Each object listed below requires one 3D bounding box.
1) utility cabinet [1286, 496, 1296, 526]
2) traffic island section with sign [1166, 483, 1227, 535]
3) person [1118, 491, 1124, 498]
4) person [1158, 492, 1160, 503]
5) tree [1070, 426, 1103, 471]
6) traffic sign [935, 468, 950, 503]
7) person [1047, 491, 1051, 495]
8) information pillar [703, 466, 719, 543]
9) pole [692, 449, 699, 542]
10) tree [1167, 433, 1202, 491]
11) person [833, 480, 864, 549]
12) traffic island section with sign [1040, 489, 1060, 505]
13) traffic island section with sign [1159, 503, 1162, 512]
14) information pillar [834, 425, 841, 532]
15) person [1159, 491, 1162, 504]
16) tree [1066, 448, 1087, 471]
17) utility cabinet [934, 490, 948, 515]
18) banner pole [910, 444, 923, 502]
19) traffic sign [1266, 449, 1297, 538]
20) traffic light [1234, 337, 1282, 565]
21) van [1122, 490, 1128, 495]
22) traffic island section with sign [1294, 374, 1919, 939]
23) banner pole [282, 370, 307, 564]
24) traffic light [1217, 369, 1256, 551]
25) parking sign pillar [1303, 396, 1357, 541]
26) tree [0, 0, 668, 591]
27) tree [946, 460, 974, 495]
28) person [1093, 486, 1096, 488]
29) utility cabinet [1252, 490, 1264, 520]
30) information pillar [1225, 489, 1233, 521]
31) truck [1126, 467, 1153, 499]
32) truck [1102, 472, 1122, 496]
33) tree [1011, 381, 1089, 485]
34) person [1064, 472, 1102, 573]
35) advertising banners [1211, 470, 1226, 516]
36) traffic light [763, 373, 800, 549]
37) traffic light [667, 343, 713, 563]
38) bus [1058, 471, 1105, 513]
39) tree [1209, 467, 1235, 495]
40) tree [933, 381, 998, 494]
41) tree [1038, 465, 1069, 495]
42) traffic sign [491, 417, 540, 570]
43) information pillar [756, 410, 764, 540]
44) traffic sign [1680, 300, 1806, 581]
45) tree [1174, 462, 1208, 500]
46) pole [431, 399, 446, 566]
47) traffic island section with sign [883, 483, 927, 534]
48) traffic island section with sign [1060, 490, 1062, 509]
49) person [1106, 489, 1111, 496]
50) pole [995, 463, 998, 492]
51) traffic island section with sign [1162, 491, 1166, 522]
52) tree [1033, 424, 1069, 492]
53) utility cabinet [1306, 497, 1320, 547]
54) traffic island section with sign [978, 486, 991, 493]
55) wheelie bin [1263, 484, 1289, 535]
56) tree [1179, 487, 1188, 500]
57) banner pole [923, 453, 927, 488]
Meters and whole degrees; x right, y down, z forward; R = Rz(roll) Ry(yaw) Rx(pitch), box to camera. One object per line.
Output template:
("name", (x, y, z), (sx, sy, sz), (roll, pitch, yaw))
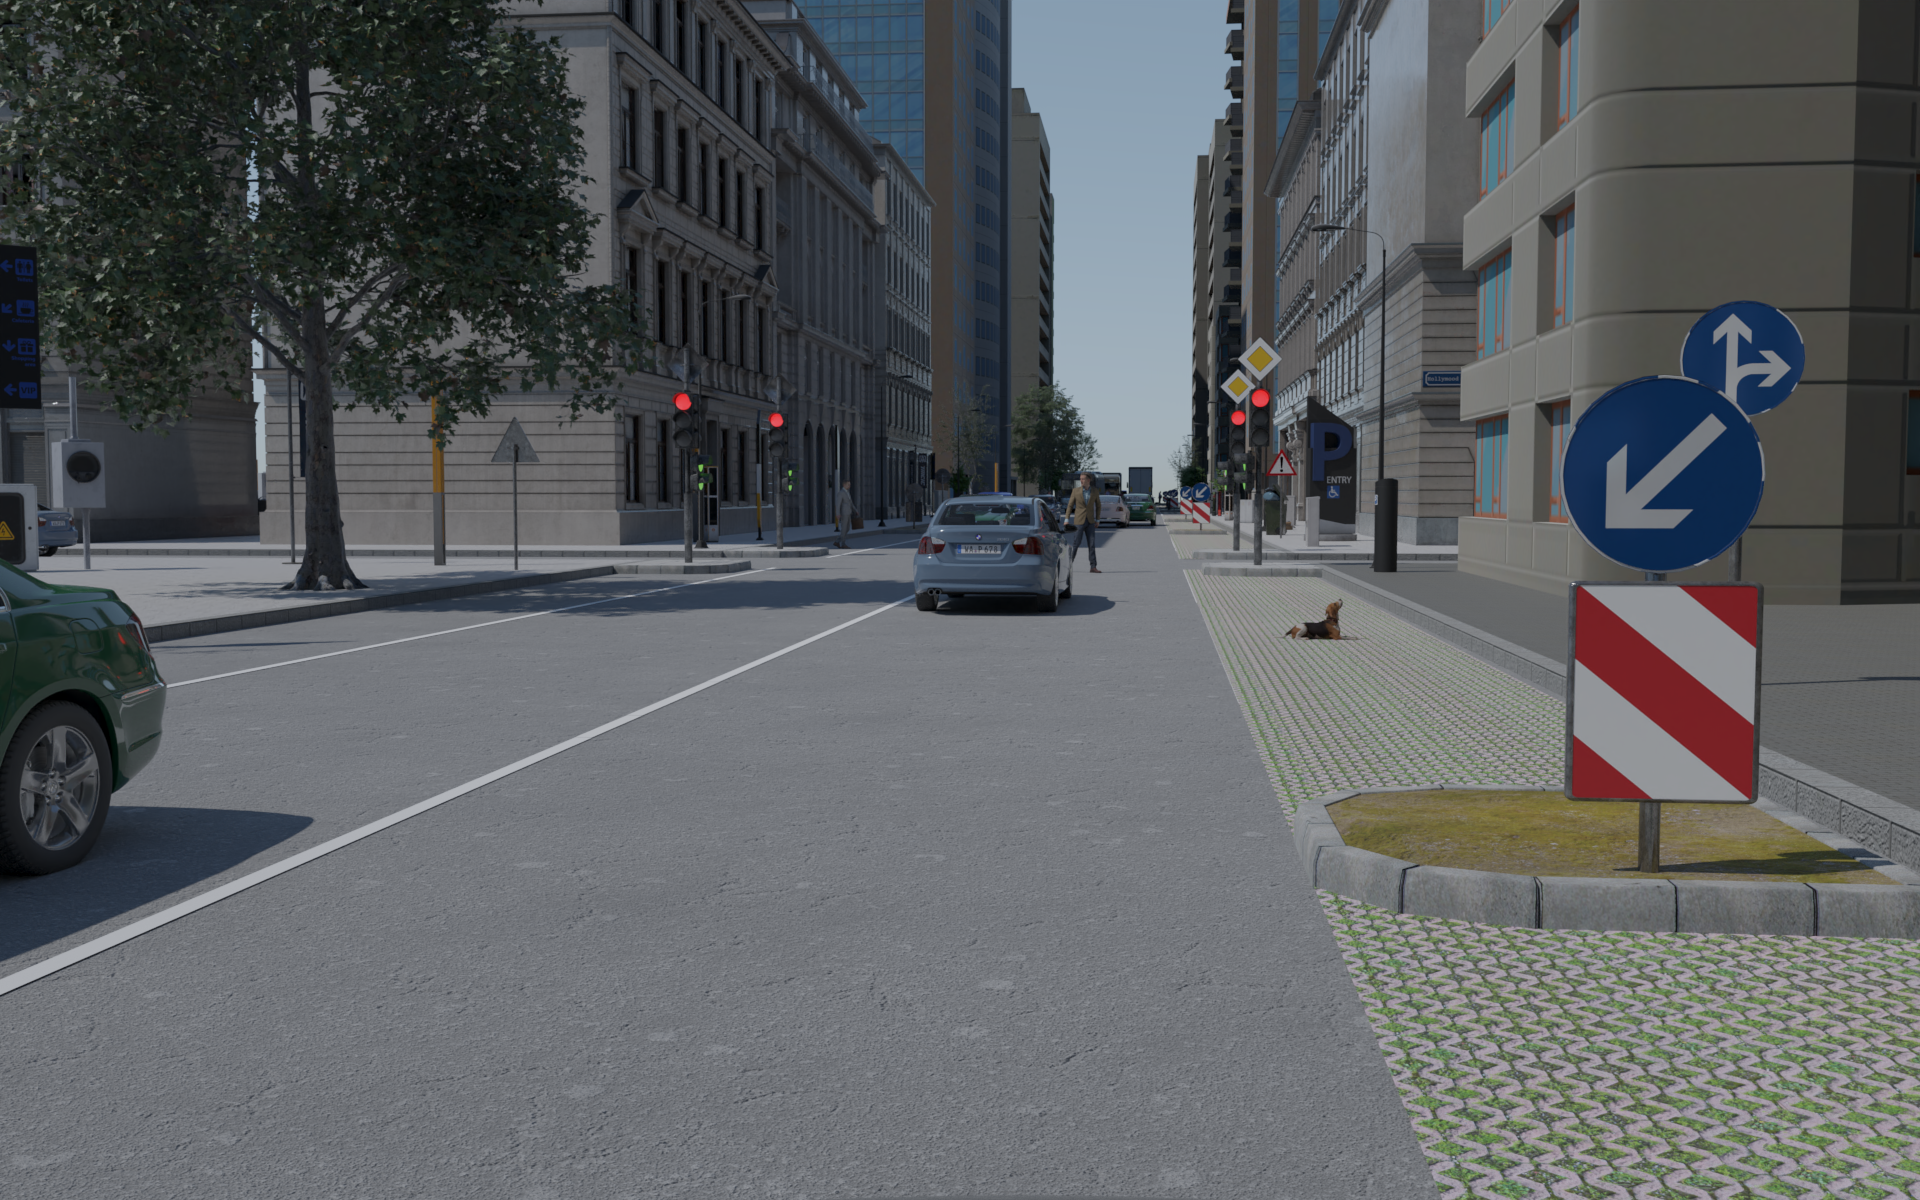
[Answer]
("utility cabinet", (13.214, -3.648, 70.803), (1.020, 1.237, 0.306), (2, 4, 24))
("traffic island section with sign", (8.440, -3.235, 61.524), (1.989, 1.847, 2.006), (0, 4, 6))
("person", (14.569, -8.978, 156.010), (1.217, 1.743, 0.721), (0, 4, -1))
("person", (30.665, -15.736, 266.590), (0.445, 1.727, 0.742), (0, 4, 8))
("tree", (17.957, -20.850, 266.656), (9.928, 11.665, 9.643), (0, 3, 0))
("traffic sign", (-0.862, -5.239, 85.765), (0.768, 2.556, 0.104), (1, 4, 13))
("person", (6.190, -6.674, 119.091), (0.593, 1.643, 0.415), (2, 4, 34))
("information pillar", (-6.596, -2.531, 45.877), (0.304, 2.012, 0.304), (-2, 4, -32))
("pole", (-6.972, -3.181, 45.859), (0.158, 3.312, 0.155), (0, 3, 0))
("tree", (27.131, -15.713, 207.261), (4.360, 8.622, 3.978), (0, 3, 0))
("person", (-2.984, -2.248, 45.378), (0.853, 1.813, 0.709), (1, 4, 19))
("traffic island section with sign", (6.796, -7.979, 139.088), (1.989, 1.847, 2.006), (0, 4, 6))
("traffic island section with sign", (16.897, -7.885, 137.544), (1.989, 1.847, 2.006), (0, 4, 6))
("information pillar", (-4.167, -4.128, 58.852), (0.183, 3.616, 0.504), (0, 4, 3))
("person", (27.787, -14.138, 239.530), (0.599, 1.838, 0.709), (2, 4, 31))
("tree", (14.803, -17.171, 231.110), (4.737, 8.622, 4.395), (0, 3, 0))
("utility cabinet", (-1.104, -5.721, 102.220), (0.318, 1.500, 1.173), (2, 4, 28))
("banner pole", (-2.349, -5.939, 87.116), (0.401, 3.779, 0.863), (-2, 4, -27))
("traffic sign", (9.279, -3.058, 50.008), (0.884, 2.594, 0.081), (1, 4, 12))
("traffic light", (5.347, -2.579, 31.094), (0.839, 4.253, 0.868), (0, 4, 6))
("van", (24.757, -15.956, 265.262), (2.240, 2.365, 5.245), (0, 4, 7))
("traffic island section with sign", (2.319, 0.126, 6.567), (1.989, 1.847, 2.006), (0, 4, 6))
("banner pole", (-12.048, -2.555, 31.796), (0.863, 3.779, 0.401), (-3, 4, -39))
("traffic light", (6.230, -3.065, 39.030), (0.839, 4.253, 0.868), (0, 4, 6))
("parking sign pillar", (10.173, -3.608, 47.467), (1.447, 3.967, 1.447), (0, 4, -5))
("tree", (-8.724, -6.487, 23.078), (9.611, 12.733, 9.660), (0, 3, 0))
("tree", (0.047, -6.377, 98.861), (1.663, 3.219, 1.824), (0, 3, 0))
("person", (6.359, -4.439, 81.165), (0.778, 1.811, 0.616), (2, 4, 30))
("utility cabinet", (14.741, -4.649, 84.691), (1.173, 1.500, 0.318), (-3, 5, -40))
("information pillar", (12.978, -4.836, 83.561), (0.304, 2.012, 0.304), (3, 5, 43))
("truck", (19.005, -11.860, 182.822), (2.839, 4.237, 11.283), (0, 4, 5))
("truck", (19.871, -14.568, 227.103), (2.839, 4.237, 11.283), (0, 4, 7))
("tree", (9.422, -17.458, 192.095), (9.857, 13.997, 8.962), (0, 3, 0))
("person", (2.226, -1.416, 31.558), (0.656, 1.842, 0.836), (-3, 5, -40))
("advertising banners", (14.907, -6.313, 99.411), (0.090, 3.025, 2.074), (-1, 4, -16))
("traffic light", (-4.169, -3.134, 40.167), (0.839, 4.253, 0.868), (0, 4, 6))
("traffic light", (-5.052, -2.649, 32.231), (0.839, 4.253, 0.868), (0, 4, 6))
("bus", (9.611, -8.556, 134.757), (2.948, 3.499, 13.247), (0, 4, 8))
("tree", (16.673, -7.000, 109.043), (1.663, 3.219, 1.824), (0, 3, 0))
("tree", (0.573, -9.724, 109.347), (4.360, 8.622, 3.978), (0, 3, 0))
("tree", (12.128, -13.585, 205.832), (4.285, 4.588, 4.351), (0, 3, 0))
("traffic sign", (-7.487, -1.782, 29.147), (0.884, 2.594, 0.081), (1, 4, 12))
("information pillar", (-5.555, -3.457, 47.882), (0.183, 3.616, 0.504), (0, 4, -1))
("traffic sign", (5.166, -0.698, 11.511), (0.768, 2.556, 0.104), (1, 4, 13))
("tree", (23.312, -11.690, 174.842), (4.285, 4.588, 4.351), (0, 3, 0))
("pole", (-9.336, -2.273, 31.004), (0.158, 3.312, 0.155), (0, 3, 0))
("traffic island section with sign", (-1.669, -3.327, 63.022), (1.989, 1.847, 2.006), (0, 4, 6))
("traffic island section with sign", (9.841, -9.659, 166.547), (1.989, 1.847, 2.006), (0, 4, 6))
("person", (10.924, -7.213, 126.296), (0.599, 1.838, 0.709), (3, 5, 40))
("pole", (2.406, -7.330, 113.695), (0.158, 3.312, 0.155), (0, 3, 0))
("traffic island section with sign", (11.467, -4.899, 88.726), (1.989, 1.847, 2.006), (0, 4, 6))
("tree", (9.369, -14.105, 180.977), (4.360, 8.622, 3.978), (0, 3, 0))
("utility cabinet", (8.658, -1.921, 42.568), (0.306, 1.237, 1.020), (1, 4, 9))
("traffic island section with sign", (1.302, -4.965, 89.814), (1.989, 1.847, 2.006), (0, 4, 6))
("wheelie bin", (9.857, -2.827, 54.128), (0.693, 1.594, 0.980), (1, 4, 23))
("tree", (32.983, -15.725, 251.699), (1.663, 3.219, 1.824), (0, 3, 0))
("banner pole", (-2.146, -6.303, 93.079), (0.863, 3.779, 0.401), (-1, 4, -19))
